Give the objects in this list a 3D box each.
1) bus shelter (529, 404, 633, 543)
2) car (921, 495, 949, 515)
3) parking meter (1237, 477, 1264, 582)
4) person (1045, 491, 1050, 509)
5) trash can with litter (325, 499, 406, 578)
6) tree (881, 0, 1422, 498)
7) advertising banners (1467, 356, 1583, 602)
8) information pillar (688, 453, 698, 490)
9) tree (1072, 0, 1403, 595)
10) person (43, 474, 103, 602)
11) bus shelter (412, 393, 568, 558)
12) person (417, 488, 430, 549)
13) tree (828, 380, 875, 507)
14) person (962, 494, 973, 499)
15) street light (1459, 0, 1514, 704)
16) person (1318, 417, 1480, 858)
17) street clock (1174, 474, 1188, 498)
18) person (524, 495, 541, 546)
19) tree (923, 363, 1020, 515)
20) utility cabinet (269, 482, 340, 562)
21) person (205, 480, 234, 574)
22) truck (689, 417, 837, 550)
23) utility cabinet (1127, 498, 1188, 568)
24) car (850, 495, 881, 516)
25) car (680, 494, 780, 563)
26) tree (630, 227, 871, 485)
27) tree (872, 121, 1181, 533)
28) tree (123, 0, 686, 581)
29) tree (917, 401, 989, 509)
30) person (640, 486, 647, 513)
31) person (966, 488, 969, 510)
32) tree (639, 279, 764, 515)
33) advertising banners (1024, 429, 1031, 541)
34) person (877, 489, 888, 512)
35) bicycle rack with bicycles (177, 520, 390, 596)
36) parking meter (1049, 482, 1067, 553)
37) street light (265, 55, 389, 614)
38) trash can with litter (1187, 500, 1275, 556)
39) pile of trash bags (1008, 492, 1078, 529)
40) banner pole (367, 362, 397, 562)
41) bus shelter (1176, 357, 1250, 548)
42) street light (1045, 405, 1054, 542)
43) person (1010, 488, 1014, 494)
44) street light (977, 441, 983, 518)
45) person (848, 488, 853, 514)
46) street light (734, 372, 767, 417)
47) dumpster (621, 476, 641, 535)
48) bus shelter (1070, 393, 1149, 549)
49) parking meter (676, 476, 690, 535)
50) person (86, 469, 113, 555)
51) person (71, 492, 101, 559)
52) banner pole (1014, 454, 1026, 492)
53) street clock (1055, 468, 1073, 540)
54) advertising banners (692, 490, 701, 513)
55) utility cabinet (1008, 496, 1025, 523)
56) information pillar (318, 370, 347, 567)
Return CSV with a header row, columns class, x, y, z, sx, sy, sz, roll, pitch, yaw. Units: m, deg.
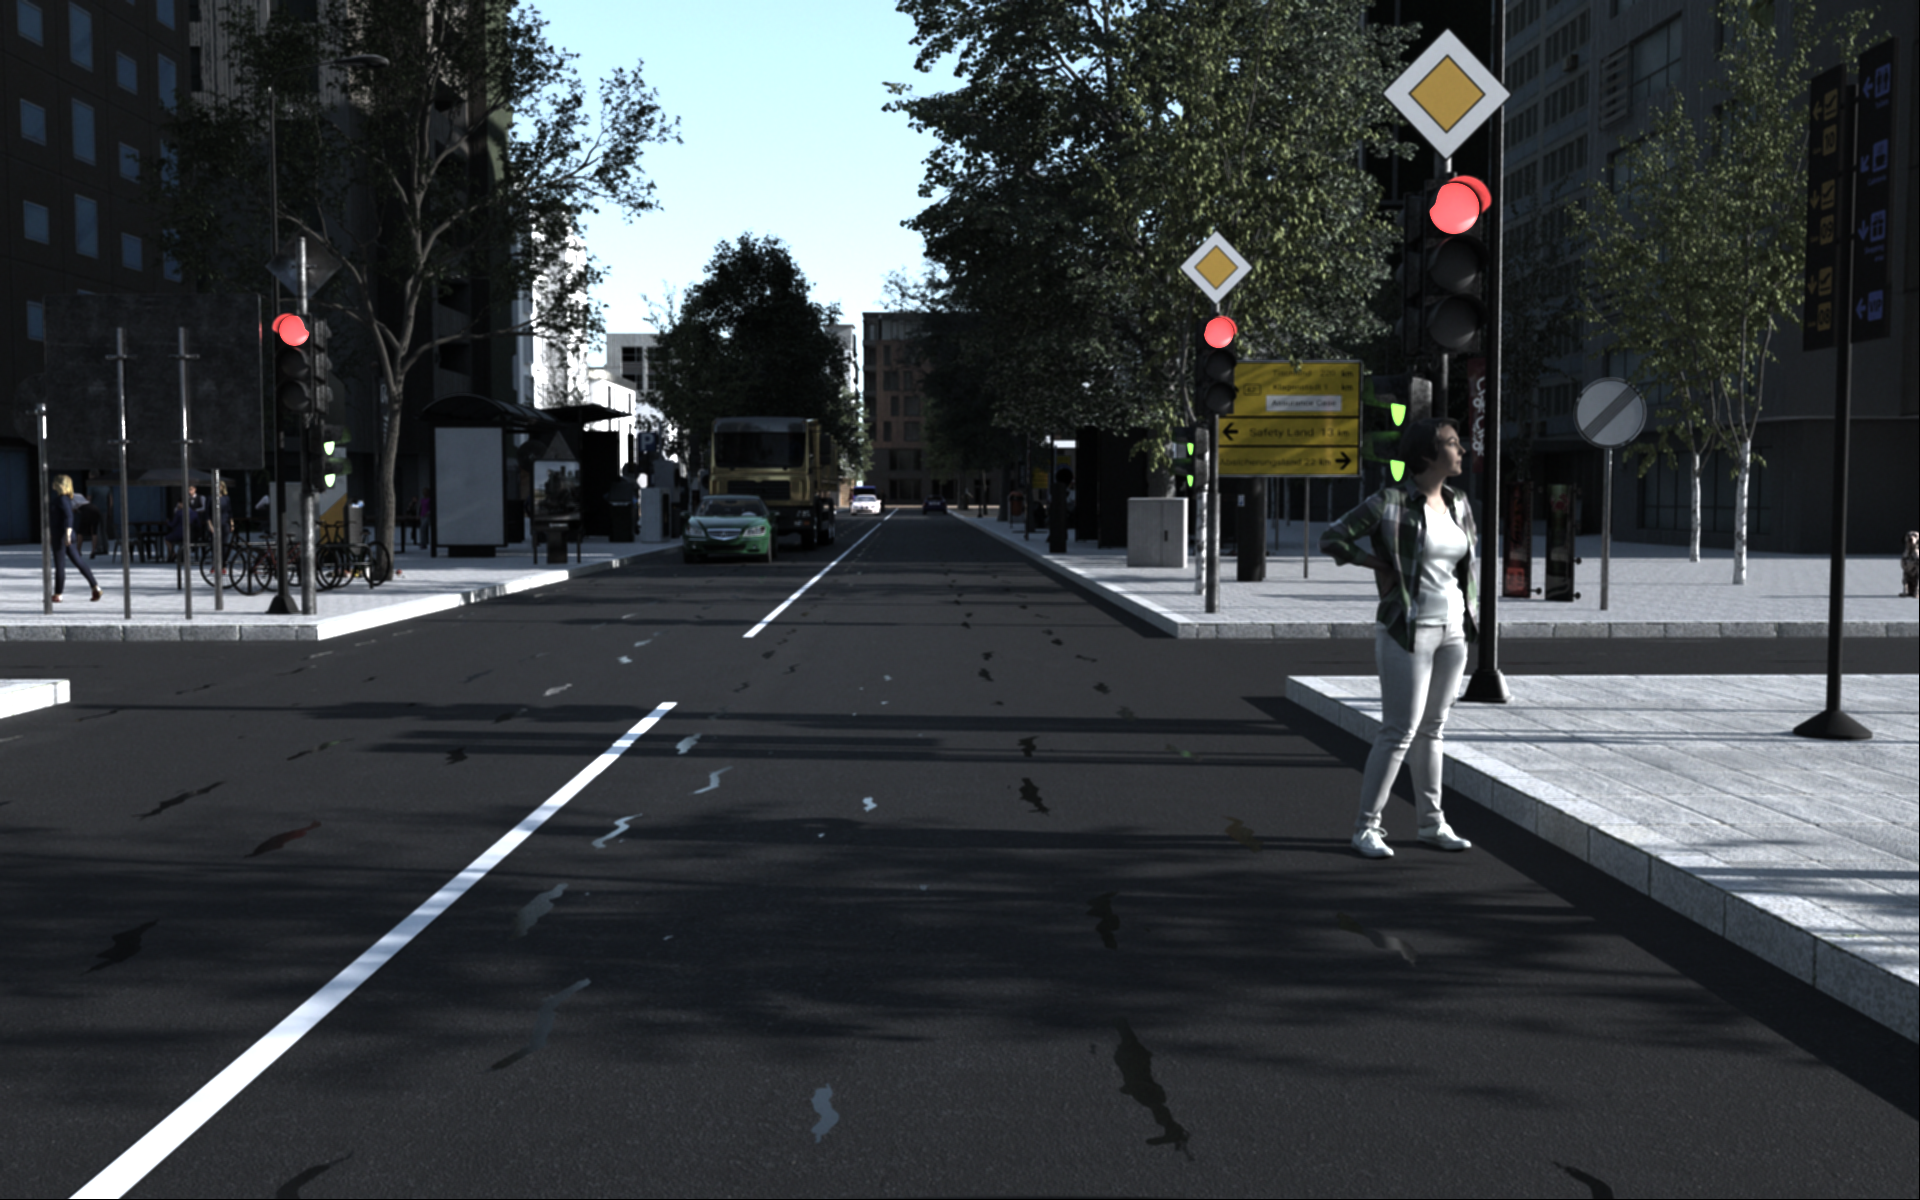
class,x,y,z,sx,sy,sz,roll,pitch,yaw
bus shelter,-10.424,-3.471,48.039,1.731,3.624,6.357,0,4,-1
car,-1.777,-6.724,122.517,1.945,1.354,3.894,0,4,0
parking meter,4.264,-1.041,25.438,0.372,1.533,0.369,0,3,0
person,6.039,-6.753,117.369,0.541,1.710,0.530,2,4,33
trash can with litter,-9.336,-0.997,27.354,1.678,1.210,2.233,0,4,1
tree,3.533,-7.607,31.029,9.857,13.997,8.962,0,3,0
advertising banners,6.914,-1.540,21.373,0.090,3.025,2.074,-1,4,-23
information pillar,-13.008,-5.700,84.543,0.504,3.616,0.183,-1,4,-20
tree,3.239,-4.378,21.950,4.737,8.622,4.395,0,3,0
person,-10.567,-0.734,20.583,0.613,1.512,0.480,-3,4,-37
bus shelter,-10.013,-2.662,37.439,2.014,3.302,5.546,0,4,-2
person,-12.449,-1.885,40.096,0.726,1.435,0.776,1,4,20
tree,-12.233,-15.265,167.701,7.486,12.596,7.792,0,3,0
person,0.698,-10.006,170.435,1.217,1.735,0.721,-2,4,-28
street light,2.736,-2.327,10.589,1.470,5.913,1.316,0,4,-1
person,1.838,0.137,6.980,0.841,1.734,0.376,-2,4,-27
street clock,4.733,-2.018,37.566,0.358,2.002,0.471,-2,4,-24
person,-10.443,-2.095,42.996,0.600,1.496,0.574,-3,4,-38
tree,1.218,-10.502,106.121,7.601,10.594,8.767,-1,4,-9
utility cabinet,-12.138,-1.433,32.102,1.173,1.500,0.318,-3,5,-45
person,-11.962,-1.181,27.890,0.613,1.512,0.480,3,4,38
truck,-4.895,-3.074,46.192,3.469,3.379,9.791,0,4,0
utility cabinet,3.459,-1.174,30.362,1.020,1.237,0.306,1,4,22
car,-6.364,-6.399,116.983,2.083,1.381,4.827,0,4,-1
car,-4.947,-1.581,37.642,2.131,1.459,4.920,0,4,-3
tree,-9.019,-9.639,74.611,9.611,12.733,9.660,0,3,0
tree,2.178,-8.971,57.049,12.009,13.543,11.850,0,3,0
tree,-8.251,-5.554,25.225,7.601,10.594,8.767,1,4,21
tree,0.334,-13.977,146.653,7.486,12.596,7.792,0,3,0
person,-9.861,-2.869,55.156,0.569,1.553,0.471,1,4,11
person,0.456,-8.101,139.217,0.721,1.736,1.217,1,4,10
tree,-9.159,-6.668,59.392,4.737,8.622,4.395,0,3,0
advertising banners,1.853,-3.155,47.773,0.090,3.025,2.074,0,4,0
person,-6.163,-7.891,137.543,1.348,1.821,0.705,3,5,43
bicycle rack with bicycles,-9.010,-0.609,23.347,2.852,0.926,2.925,3,5,39
parking meter,2.138,-1.797,37.785,0.372,1.533,0.369,0,3,0
street light,-6.740,-2.809,18.468,1.470,5.913,1.316,0,4,-1
trash can with litter,5.583,-1.539,36.221,2.233,1.210,1.678,0,4,1
pile of trash bags,3.035,-3.363,64.742,1.912,1.369,3.447,-3,5,-40
banner pole,-10.880,-2.608,32.665,0.863,3.779,0.401,3,5,39
bus shelter,6.648,-4.096,44.609,2.179,5.291,8.768,0,4,-1
street light,1.903,-4.488,45.916,1.470,5.913,1.316,0,4,-1
person,4.783,-9.055,154.033,1.348,1.831,0.705,2,4,28
street light,0.548,-7.411,93.705,1.470,5.913,1.316,0,4,-1
person,-7.725,-6.975,122.506,0.705,1.831,1.348,-1,4,-15
street light,-8.006,-5.701,65.749,1.470,5.913,1.316,0,4,-1
dumpster,-10.642,-2.935,53.740,1.264,1.857,1.865,0,4,-2
bus shelter,3.667,-3.194,43.501,1.731,3.624,6.357,0,4,-1
parking meter,-8.618,-2.943,53.834,0.399,1.863,0.255,0,3,0
person,-18.166,-1.854,36.486,0.434,1.807,0.598,2,4,35
person,-17.398,-1.530,34.241,0.799,1.438,0.628,-1,4,-11
banner pole,3.080,-6.105,89.838,0.863,3.779,0.401,0,4,6
street clock,2.911,-2.687,48.499,0.471,2.002,0.358,-1,4,-8
advertising banners,-10.216,-4.320,66.822,2.074,3.025,0.090,-2,4,-26
utility cabinet,2.612,-3.969,76.062,1.020,1.237,0.306,-2,4,-24
information pillar,-11.115,-2.403,30.640,0.504,3.616,0.183,-3,5,-44
